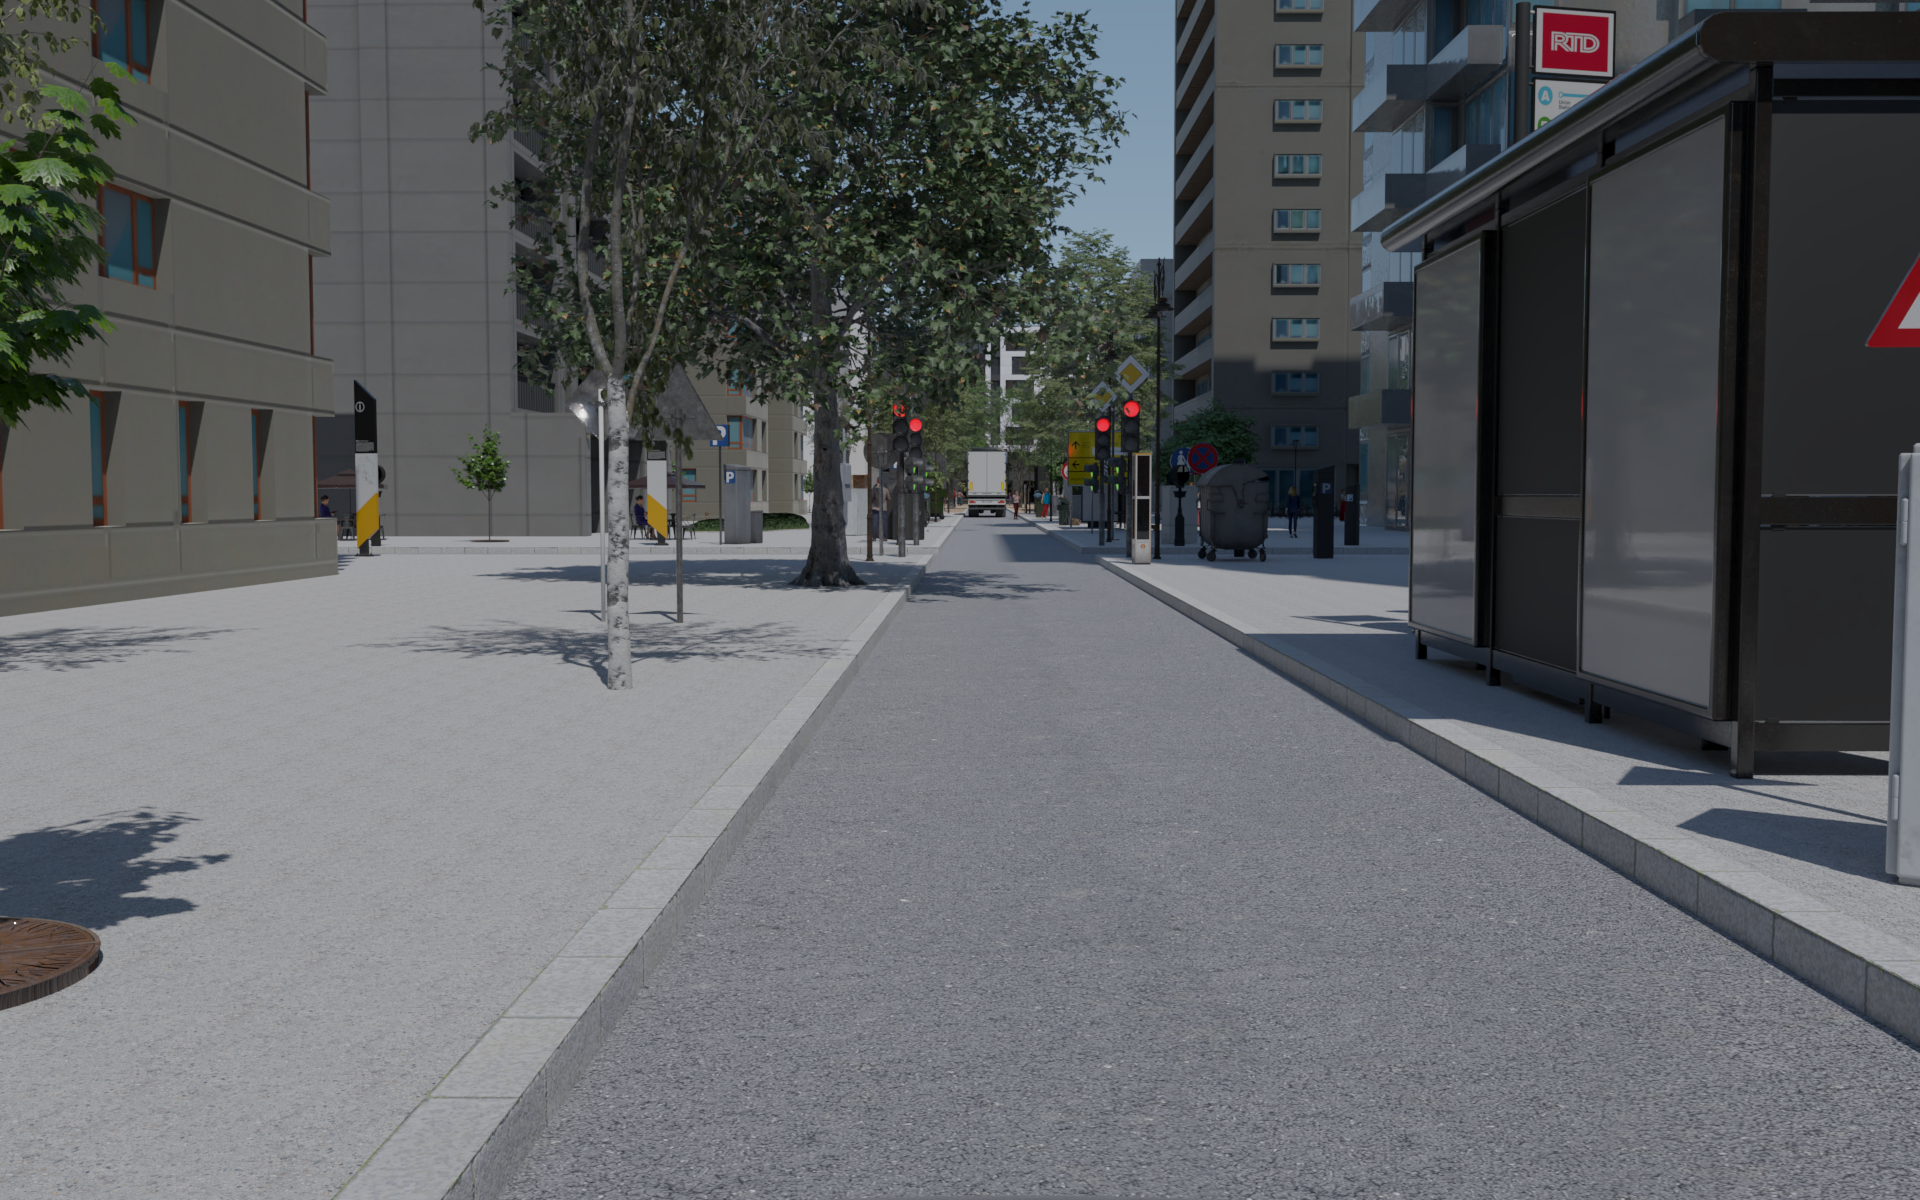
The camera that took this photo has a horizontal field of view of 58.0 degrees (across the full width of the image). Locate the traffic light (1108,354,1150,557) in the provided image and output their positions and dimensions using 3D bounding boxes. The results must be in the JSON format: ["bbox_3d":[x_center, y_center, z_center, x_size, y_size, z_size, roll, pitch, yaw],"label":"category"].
[{"bbox_3d":[3.420,-2.820,35.023,0.839,4.253,0.868,0,4,1],"label":"traffic light"}]

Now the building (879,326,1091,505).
[{"bbox_3d":[1.047,-23.243,223.991,32.646,21.610,27.936,0,4,1],"label":"building"}]

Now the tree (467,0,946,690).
[{"bbox_3d":[-2.022,-3.724,11.250,4.360,8.622,3.978,0,3,0],"label":"tree"}]

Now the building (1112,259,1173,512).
[{"bbox_3d":[22.011,-16.651,138.702,16.747,18.905,31.486,0,4,1],"label":"building"}]

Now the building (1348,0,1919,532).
[{"bbox_3d":[29.063,-26.932,59.943,30.456,49.044,23.786,0,4,1],"label":"building"}]

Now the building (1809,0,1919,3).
[{"bbox_3d":[26.004,-25.848,11.862,28.713,52.752,27.495,0,4,1],"label":"building"}]

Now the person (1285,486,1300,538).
[{"bbox_3d":[9.785,-2.580,50.762,0.480,1.512,0.613,-1,4,-16],"label":"person"}]

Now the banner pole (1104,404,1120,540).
[{"bbox_3d":[4.148,-3.565,48.310,0.401,3.779,0.863,-2,4,-25],"label":"banner pole"}]

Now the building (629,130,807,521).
[{"bbox_3d":[-23.748,-15.343,95.897,27.650,21.520,28.899,0,4,1],"label":"building"}]

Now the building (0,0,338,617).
[{"bbox_3d":[-24.492,-10.288,13.248,28.899,21.520,27.650,0,4,1],"label":"building"}]

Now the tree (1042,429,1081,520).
[{"bbox_3d":[5.587,-6.260,86.058,4.285,4.588,4.351,0,3,0],"label":"tree"}]

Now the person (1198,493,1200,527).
[{"bbox_3d":[9.330,-3.519,67.493,0.340,1.345,0.435,0,4,4],"label":"person"}]

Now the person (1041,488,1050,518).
[{"bbox_3d":[4.542,-5.112,91.326,0.593,1.614,0.444,-1,4,-13],"label":"person"}]

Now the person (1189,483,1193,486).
[{"bbox_3d":[8.373,-3.414,62.676,0.431,1.722,0.655,0,4,4],"label":"person"}]

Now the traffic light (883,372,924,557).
[{"bbox_3d":[-1.161,-2.822,35.059,0.839,4.253,0.868,0,4,1],"label":"traffic light"}]

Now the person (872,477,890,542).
[{"bbox_3d":[-2.190,-2.469,46.940,0.617,1.759,0.750,0,4,-5],"label":"person"}]

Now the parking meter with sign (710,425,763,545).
[{"bbox_3d":[-5.676,-2.940,44.323,0.543,3.016,1.738,2,4,26],"label":"parking meter with sign"}]

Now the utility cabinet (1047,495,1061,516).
[{"bbox_3d":[5.350,-5.444,100.179,1.020,1.237,0.306,3,5,41],"label":"utility cabinet"}]

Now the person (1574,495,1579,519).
[{"bbox_3d":[16.591,-2.448,46.785,0.376,1.734,0.841,0,4,3],"label":"person"}]

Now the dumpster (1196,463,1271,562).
[{"bbox_3d":[5.281,-1.693,33.443,1.264,1.857,1.865,0,4,1],"label":"dumpster"}]

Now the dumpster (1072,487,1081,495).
[{"bbox_3d":[6.512,-5.487,92.202,1.502,2.255,1.985,0,4,1],"label":"dumpster"}]

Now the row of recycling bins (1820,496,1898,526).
[{"bbox_3d":[22.845,-2.191,42.940,3.534,1.692,1.069,-1,4,-18],"label":"row of recycling bins"}]

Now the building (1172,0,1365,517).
[{"bbox_3d":[24.986,-29.528,106.478,21.300,48.544,21.600,0,4,1],"label":"building"}]

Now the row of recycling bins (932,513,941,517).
[{"bbox_3d":[-1.567,-5.595,98.594,1.069,1.692,3.534,0,4,-1],"label":"row of recycling bins"}]

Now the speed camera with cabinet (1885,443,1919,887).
[{"bbox_3d":[3.996,-0.662,5.165,2.038,3.252,0.660,3,5,39],"label":"speed camera with cabinet"}]

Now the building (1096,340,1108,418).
[{"bbox_3d":[22.232,-18.595,170.483,16.747,18.905,31.486,0,4,1],"label":"building"}]

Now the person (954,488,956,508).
[{"bbox_3d":[-0.547,-9.686,164.343,0.705,1.831,1.348,0,4,2],"label":"person"}]

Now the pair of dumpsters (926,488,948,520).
[{"bbox_3d":[-1.395,-5.251,88.339,1.574,2.255,4.437,0,4,1],"label":"pair of dumpsters"}]

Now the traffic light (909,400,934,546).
[{"bbox_3d":[-1.071,-3.310,43.043,0.839,4.253,0.868,0,4,1],"label":"traffic light"}]

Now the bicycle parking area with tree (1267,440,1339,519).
[{"bbox_3d":[20.300,-6.420,91.966,8.231,4.147,9.016,0,4,6],"label":"bicycle parking area with tree"}]

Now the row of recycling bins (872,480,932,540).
[{"bbox_3d":[-1.828,-2.598,49.590,1.069,1.692,3.534,-1,4,-15],"label":"row of recycling bins"}]

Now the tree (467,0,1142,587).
[{"bbox_3d":[-1.961,-6.551,24.119,9.611,12.733,9.660,0,3,0],"label":"tree"}]

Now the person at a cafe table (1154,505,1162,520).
[{"bbox_3d":[10.662,-4.666,87.157,1.726,1.238,1.698,0,4,5],"label":"person at a cafe table"}]

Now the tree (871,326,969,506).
[{"bbox_3d":[-1.954,-7.530,73.480,4.737,8.622,4.395,0,3,0],"label":"tree"}]

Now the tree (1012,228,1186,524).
[{"bbox_3d":[5.939,-9.555,74.348,7.486,12.596,7.792,0,3,0],"label":"tree"}]

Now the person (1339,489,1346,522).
[{"bbox_3d":[17.889,-4.422,80.817,0.387,1.526,0.523,2,4,24],"label":"person"}]

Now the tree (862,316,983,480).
[{"bbox_3d":[-2.324,-10.860,95.691,7.486,12.596,7.792,0,3,0],"label":"tree"}]

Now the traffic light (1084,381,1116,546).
[{"bbox_3d":[3.510,-3.308,43.008,0.839,4.253,0.868,0,4,1],"label":"traffic light"}]

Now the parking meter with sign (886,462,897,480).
[{"bbox_3d":[-3.210,-5.259,82.239,0.543,3.016,1.738,-1,4,-19],"label":"parking meter with sign"}]

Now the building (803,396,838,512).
[{"bbox_3d":[-13.761,-11.666,132.893,9.099,9.664,28.070,0,4,1],"label":"building"}]

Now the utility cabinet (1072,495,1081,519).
[{"bbox_3d":[6.159,-4.776,89.253,1.020,1.237,0.306,0,4,-4],"label":"utility cabinet"}]

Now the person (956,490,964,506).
[{"bbox_3d":[-0.008,-10.894,184.866,1.217,1.736,0.721,3,5,39],"label":"person"}]

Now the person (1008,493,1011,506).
[{"bbox_3d":[5.475,-10.942,188.169,0.599,1.433,0.991,0,4,-7],"label":"person"}]

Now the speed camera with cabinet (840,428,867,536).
[{"bbox_3d":[-3.419,-3.583,52.921,0.660,3.252,2.038,1,4,20],"label":"speed camera with cabinet"}]

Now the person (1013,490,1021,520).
[{"bbox_3d":[3.198,-5.338,97.238,0.517,1.644,0.566,1,4,10],"label":"person"}]

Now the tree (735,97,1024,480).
[{"bbox_3d":[-3.009,-12.635,62.477,12.611,20.169,13.585,0,3,0],"label":"tree"}]

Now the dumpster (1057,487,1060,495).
[{"bbox_3d":[6.148,-6.813,117.149,1.264,1.857,1.865,0,4,1],"label":"dumpster"}]

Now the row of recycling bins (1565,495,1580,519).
[{"bbox_3d":[13.357,-1.695,34.826,3.534,1.692,1.069,2,4,31],"label":"row of recycling bins"}]

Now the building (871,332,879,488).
[{"bbox_3d":[-24.622,-19.141,179.412,31.486,18.905,16.747,0,4,1],"label":"building"}]

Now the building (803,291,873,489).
[{"bbox_3d":[-16.343,-18.822,164.164,16.016,20.091,11.380,0,4,1],"label":"building"}]

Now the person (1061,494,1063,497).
[{"bbox_3d":[11.001,-10.772,185.357,0.799,1.438,0.628,3,5,44],"label":"person"}]

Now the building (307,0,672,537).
[{"bbox_3d":[-21.385,-38.059,60.511,20.563,71.187,20.611,0,4,1],"label":"building"}]

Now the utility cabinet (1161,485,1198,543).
[{"bbox_3d":[5.665,-2.204,44.721,0.318,1.500,1.173,3,5,44],"label":"utility cabinet"}]

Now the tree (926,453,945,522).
[{"bbox_3d":[-1.548,-5.305,81.331,1.663,3.219,1.824,0,3,0],"label":"tree"}]

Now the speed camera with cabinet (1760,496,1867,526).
[{"bbox_3d":[16.747,-2.428,34.029,2.038,3.252,0.660,-1,4,-9],"label":"speed camera with cabinet"}]

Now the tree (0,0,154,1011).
[{"bbox_3d":[-2.938,-0.597,4.360,1.663,3.219,1.824,0,3,0],"label":"tree"}]
